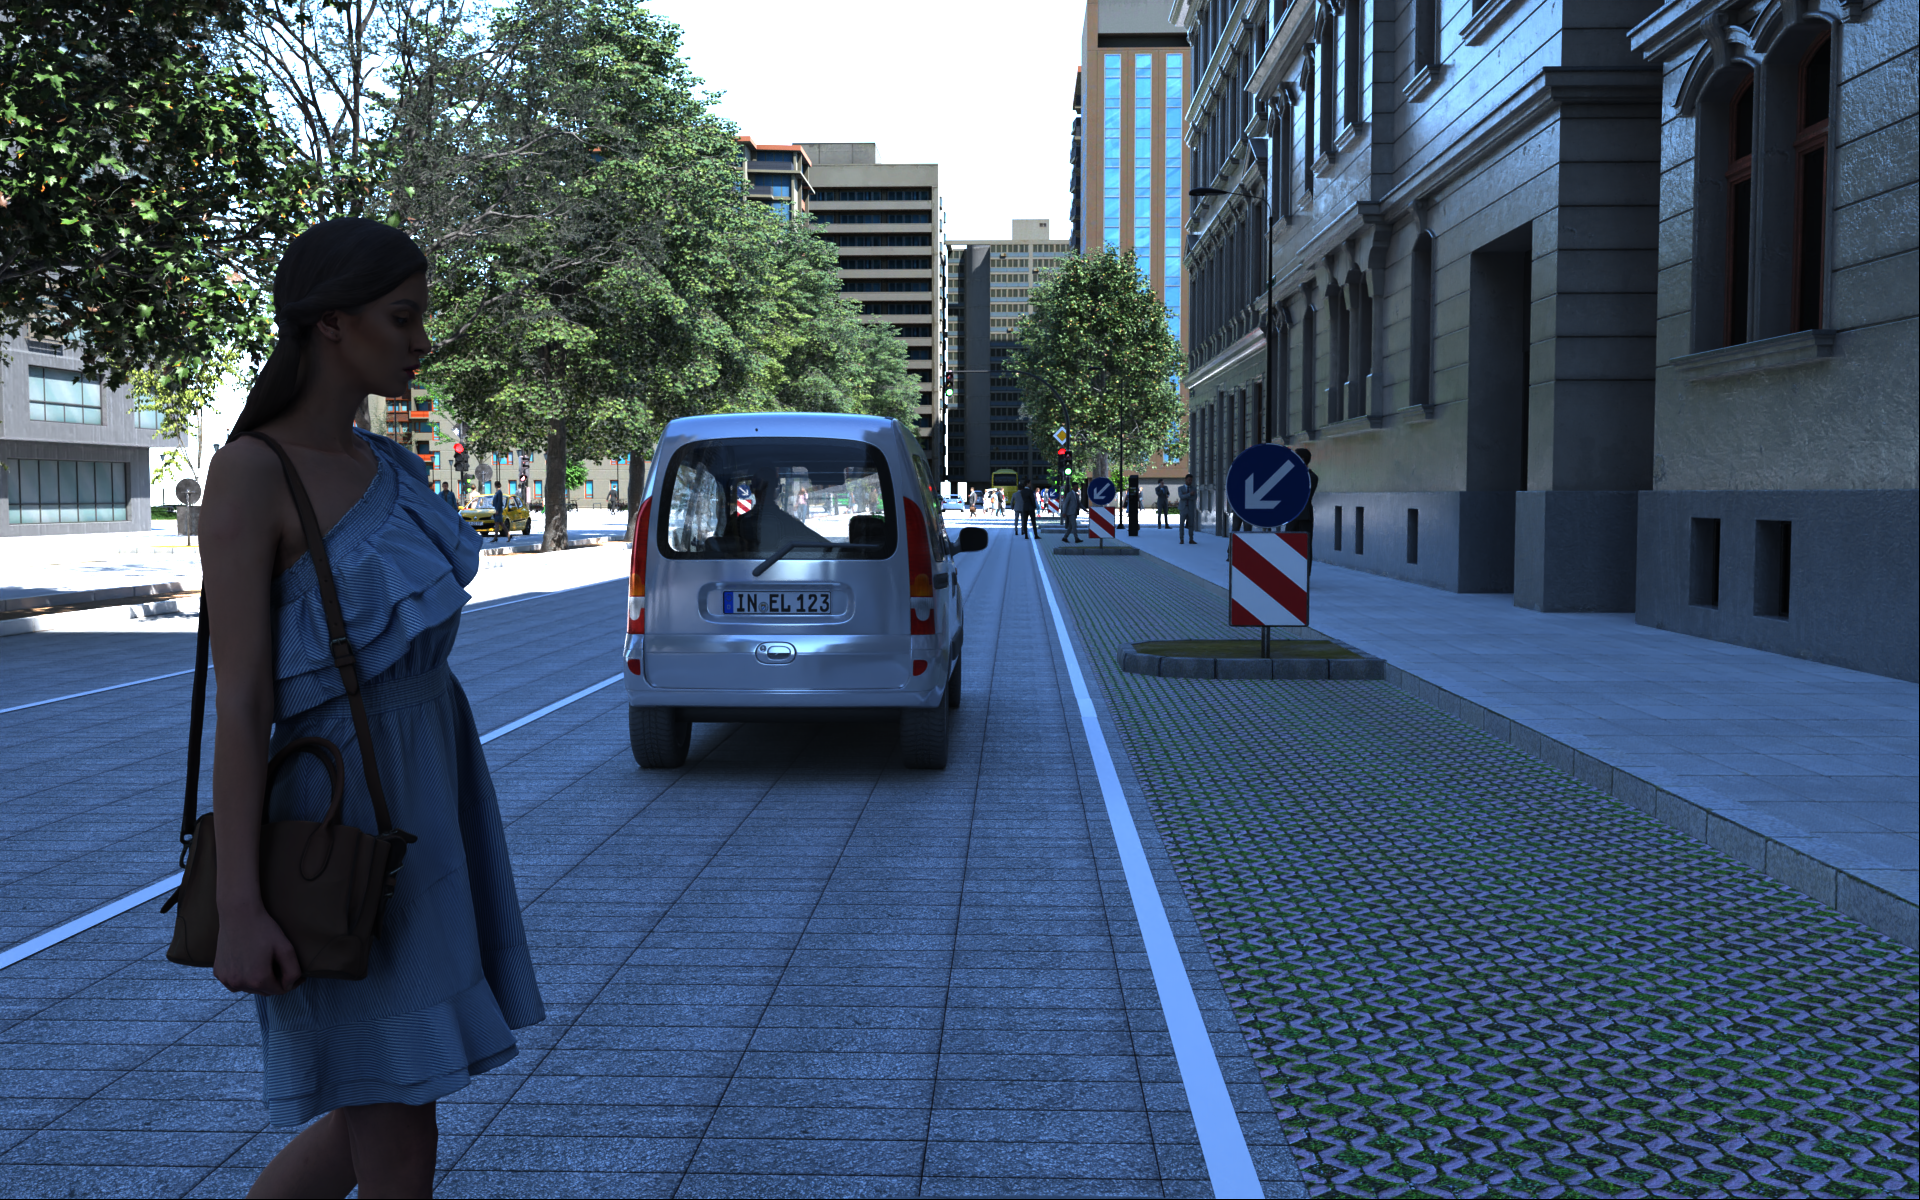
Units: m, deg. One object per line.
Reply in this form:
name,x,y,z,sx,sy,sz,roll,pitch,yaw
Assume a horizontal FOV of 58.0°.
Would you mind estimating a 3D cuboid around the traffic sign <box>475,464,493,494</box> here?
traffic sign,-19.954,-4.432,72.566,0.768,2.556,0.104,0,4,5

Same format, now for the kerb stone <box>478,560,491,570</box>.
kerb stone,-9.136,-0.646,32.777,0.120,0.150,1.000,0,4,2

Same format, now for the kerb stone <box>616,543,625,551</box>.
kerb stone,-8.760,-1.337,44.050,0.120,0.150,1.000,0,4,2

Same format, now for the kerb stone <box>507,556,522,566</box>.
kerb stone,-9.063,-0.773,34.829,0.120,0.150,1.000,0,4,2

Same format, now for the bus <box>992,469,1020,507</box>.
bus,4.483,-10.959,170.719,2.896,3.916,12.252,0,4,2

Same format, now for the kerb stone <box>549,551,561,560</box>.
kerb stone,-8.972,-0.961,37.904,0.120,0.150,1.000,0,4,2

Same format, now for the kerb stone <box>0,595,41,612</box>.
kerb stone,-11.618,0.041,21.522,0.120,0.150,1.000,0,4,2

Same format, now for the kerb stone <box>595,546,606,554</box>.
kerb stone,-8.828,-1.206,41.993,0.120,0.150,1.000,0,4,2

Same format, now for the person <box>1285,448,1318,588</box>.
person,4.578,-1.113,23.607,0.474,1.900,0.648,-2,4,-30

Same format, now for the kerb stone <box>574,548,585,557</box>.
kerb stone,-8.899,-1.086,39.946,0.120,0.150,1.000,0,4,2

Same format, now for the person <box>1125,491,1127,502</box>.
person,13.727,-8.350,142.664,0.778,1.811,0.616,1,4,14

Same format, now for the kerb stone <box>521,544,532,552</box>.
kerb stone,-10.898,-1.277,43.073,0.120,0.150,1.000,0,4,2

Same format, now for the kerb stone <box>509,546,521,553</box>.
kerb stone,-10.923,-1.214,42.050,0.120,0.150,1.000,0,4,2

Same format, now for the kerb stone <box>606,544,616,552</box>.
kerb stone,-8.798,-1.270,43.029,0.120,0.150,1.000,0,4,2

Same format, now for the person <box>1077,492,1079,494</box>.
person,8.403,-7.299,125.560,0.466,1.800,0.511,2,4,33

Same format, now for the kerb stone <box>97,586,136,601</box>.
kerb stone,-11.560,-0.084,23.565,0.120,0.150,1.000,0,4,2

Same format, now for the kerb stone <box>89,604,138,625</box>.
kerb stone,-9.583,0.167,19.460,0.120,0.150,1.000,0,4,2

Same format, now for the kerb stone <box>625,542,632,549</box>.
kerb stone,-8.724,-1.399,45.072,0.120,0.150,1.000,0,4,2

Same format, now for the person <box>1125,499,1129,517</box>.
person,9.408,-5.526,96.205,0.447,1.846,0.655,3,5,45

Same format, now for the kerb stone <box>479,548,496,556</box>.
kerb stone,-10.992,-1.086,40.001,0.120,0.150,1.000,0,4,2

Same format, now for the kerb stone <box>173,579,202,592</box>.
kerb stone,-11.486,-0.210,25.623,0.120,0.150,1.000,0,4,2

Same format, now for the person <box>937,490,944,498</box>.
person,-2.383,-11.189,191.066,1.348,1.869,0.705,1,4,19

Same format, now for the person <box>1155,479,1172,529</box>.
person,7.526,-3.549,63.871,0.655,1.846,0.447,-1,4,-23

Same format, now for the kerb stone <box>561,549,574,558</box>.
kerb stone,-8.927,-1.023,38.925,0.120,0.150,1.000,0,4,2

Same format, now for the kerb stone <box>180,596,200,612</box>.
kerb stone,-9.516,0.042,21.508,0.120,0.150,1.000,0,4,2

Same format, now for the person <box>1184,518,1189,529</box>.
person,8.564,-3.507,63.158,0.755,1.850,0.659,1,4,10

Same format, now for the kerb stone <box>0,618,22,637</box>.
kerb stone,-9.663,0.292,17.414,0.120,0.150,1.000,0,4,2

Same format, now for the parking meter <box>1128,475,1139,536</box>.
parking meter,5.282,-2.876,52.727,0.255,1.863,0.399,1,4,13

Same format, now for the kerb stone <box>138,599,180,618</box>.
kerb stone,-9.556,0.113,20.485,0.120,0.150,1.000,0,4,2

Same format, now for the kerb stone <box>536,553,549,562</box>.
kerb stone,-8.999,-0.895,36.880,0.120,0.150,1.000,0,4,2

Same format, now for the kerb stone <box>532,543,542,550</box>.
kerb stone,-10.851,-1.339,44.094,0.120,0.150,1.000,0,4,2

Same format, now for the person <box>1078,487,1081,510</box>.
person,9.250,-7.922,135.380,0.447,1.846,0.655,0,4,-1

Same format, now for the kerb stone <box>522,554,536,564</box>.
kerb stone,-9.037,-0.835,35.855,0.120,0.150,1.000,0,4,2

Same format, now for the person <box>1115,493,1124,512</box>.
person,11.241,-7.055,121.612,0.641,1.798,0.478,-2,4,-23

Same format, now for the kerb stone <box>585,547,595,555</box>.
kerb stone,-8.868,-1.148,40.968,0.120,0.150,1.000,0,4,2

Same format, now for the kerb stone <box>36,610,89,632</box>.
kerb stone,-9.624,0.230,18.435,0.120,0.150,1.000,0,4,2

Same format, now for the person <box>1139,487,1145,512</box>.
person,13.259,-7.334,126.375,0.534,1.772,0.576,-1,4,-10

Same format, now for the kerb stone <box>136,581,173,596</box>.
kerb stone,-11.514,-0.141,24.590,0.120,0.150,1.000,0,4,2

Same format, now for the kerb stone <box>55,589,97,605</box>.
kerb stone,-11.594,-0.021,22.544,0.120,0.150,1.000,0,4,2

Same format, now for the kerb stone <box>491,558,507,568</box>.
kerb stone,-9.100,-0.705,33.807,0.120,0.150,1.000,0,4,2

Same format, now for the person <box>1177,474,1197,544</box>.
person,5.860,-2.342,44.514,0.511,1.800,0.466,-1,4,-20

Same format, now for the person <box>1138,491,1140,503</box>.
person,13.536,-7.786,133.444,0.694,1.812,0.767,2,4,32

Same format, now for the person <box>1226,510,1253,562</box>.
person,5.365,-1.652,32.867,0.655,1.846,0.447,2,4,30

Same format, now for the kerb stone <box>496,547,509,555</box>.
kerb stone,-10.961,-1.152,41.024,0.120,0.150,1.000,0,4,2
